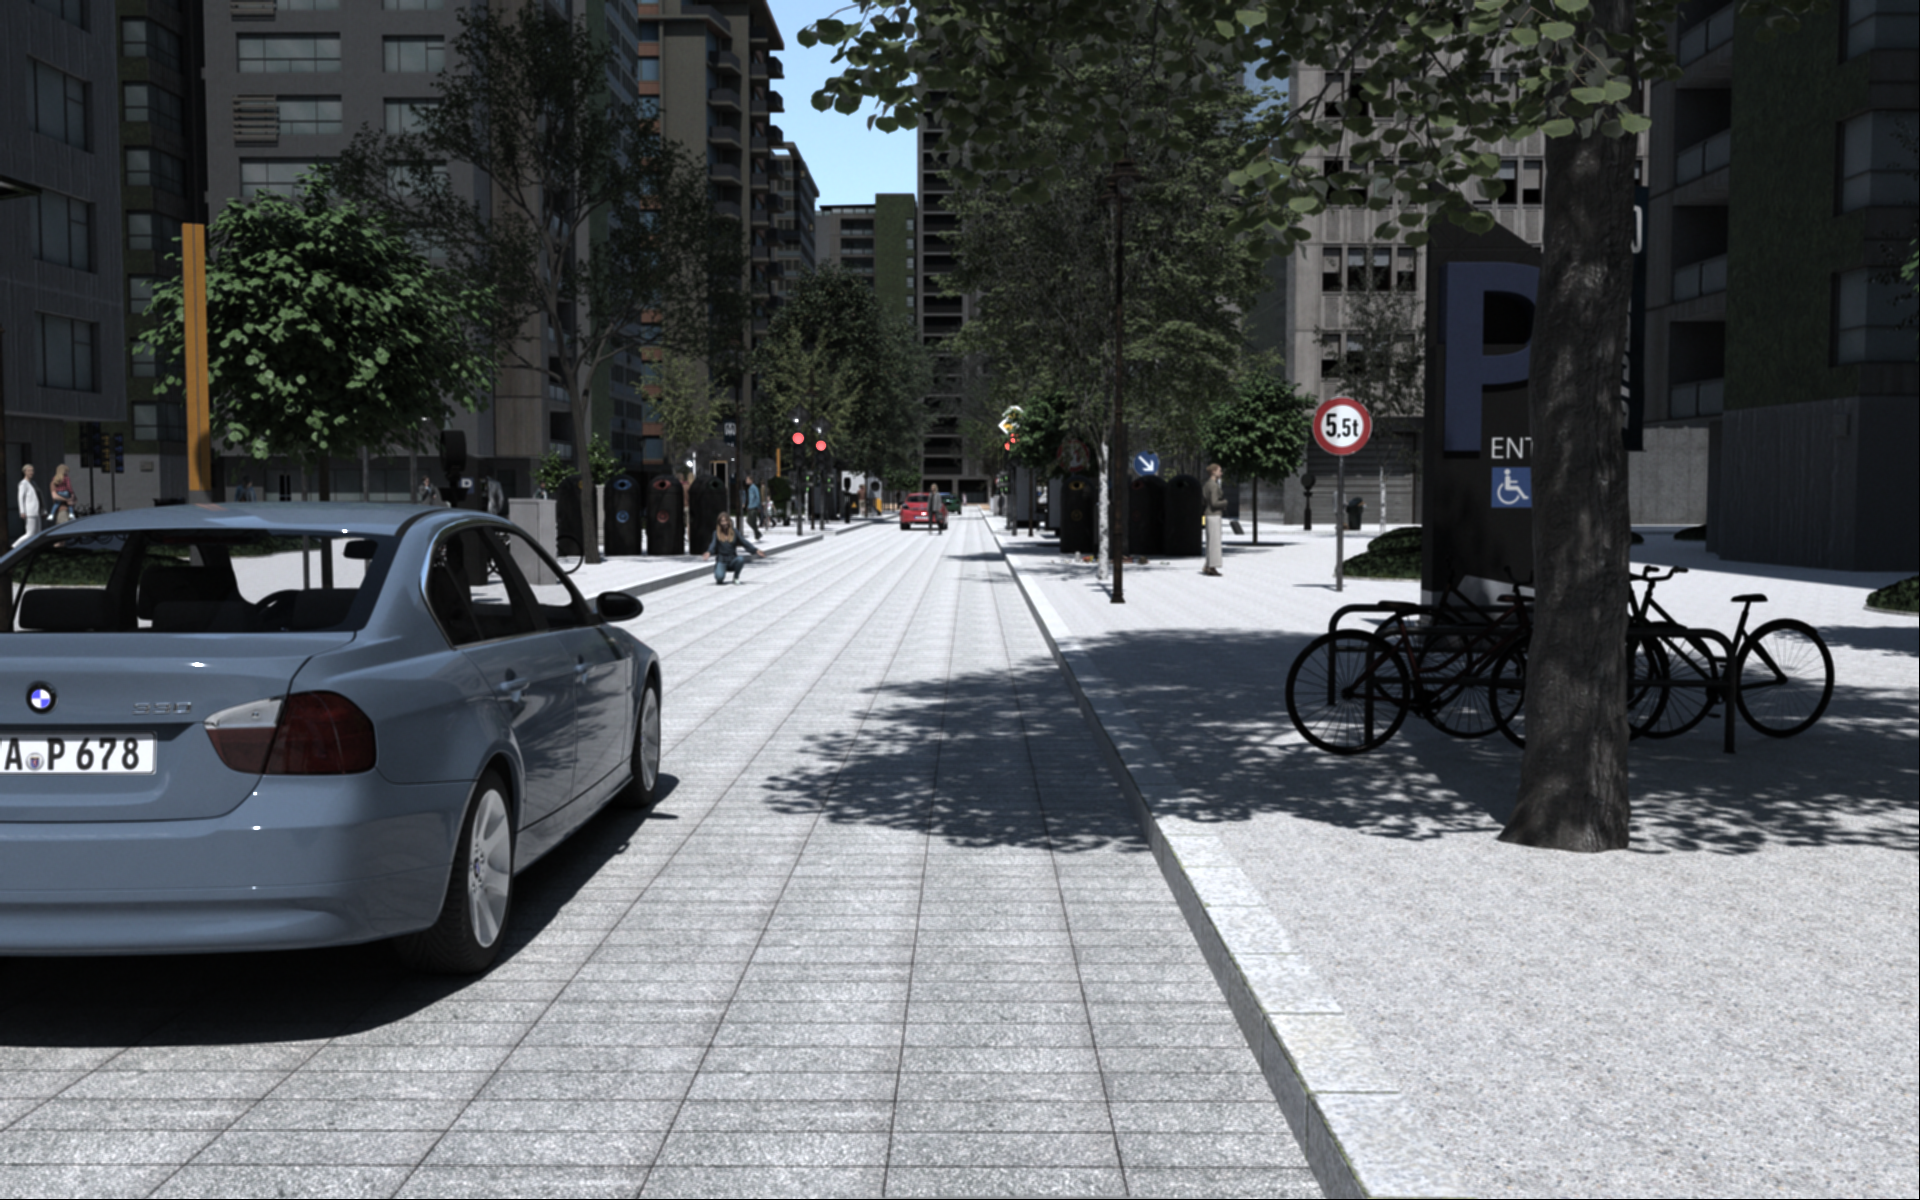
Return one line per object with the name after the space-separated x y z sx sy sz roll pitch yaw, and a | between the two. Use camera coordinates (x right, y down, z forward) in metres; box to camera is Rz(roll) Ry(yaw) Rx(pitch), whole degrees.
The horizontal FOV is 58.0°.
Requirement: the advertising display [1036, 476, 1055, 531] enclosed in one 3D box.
3.129 -3.357 60.099 0.974 1.923 0.123 1 4 10 | advertising display

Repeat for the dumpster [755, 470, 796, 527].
-7.391 -4.079 69.186 1.502 2.255 1.985 0 4 1 | dumpster

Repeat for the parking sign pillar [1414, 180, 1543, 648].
4.649 -1.607 14.753 1.447 3.967 1.447 0 4 2 | parking sign pillar

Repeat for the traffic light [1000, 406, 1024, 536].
1.654 -3.923 53.066 0.839 4.253 0.868 0 4 0 | traffic light

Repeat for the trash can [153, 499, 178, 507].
-24.360 -2.536 53.124 0.748 1.137 0.748 0 3 0 | trash can

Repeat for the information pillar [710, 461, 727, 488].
-5.444 -2.117 39.101 0.304 2.012 0.304 -2 4 -28 | information pillar

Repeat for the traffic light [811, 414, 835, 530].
-4.854 -4.413 61.078 0.839 4.253 0.868 0 4 0 | traffic light

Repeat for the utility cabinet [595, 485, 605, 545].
-8.816 -2.126 43.443 1.173 1.500 0.318 -2 4 -25 | utility cabinet

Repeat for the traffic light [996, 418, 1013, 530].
1.707 -4.412 61.051 0.839 4.253 0.868 0 4 0 | traffic light

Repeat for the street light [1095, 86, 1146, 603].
1.859 -2.902 20.239 0.468 5.910 1.993 0 4 0 | street light

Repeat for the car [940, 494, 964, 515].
-0.805 -6.726 121.768 2.131 1.459 4.920 0 3 0 | car

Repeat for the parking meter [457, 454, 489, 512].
-6.808 -1.130 24.185 0.399 1.863 0.255 1 4 12 | parking meter

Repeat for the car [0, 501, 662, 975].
-2.274 0.340 6.450 2.014 1.417 4.499 0 4 0 | car

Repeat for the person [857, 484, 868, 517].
-5.400 -5.515 96.180 0.573 1.828 0.580 1 4 15 | person

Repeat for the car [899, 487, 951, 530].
-1.440 -3.747 70.296 2.155 1.783 4.494 0 4 2 | car

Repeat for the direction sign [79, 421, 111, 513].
-25.653 -3.618 51.152 0.876 3.537 0.379 2 4 26 | direction sign

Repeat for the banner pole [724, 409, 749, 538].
-6.622 -3.730 50.994 0.863 3.779 0.401 -3 5 -43 | banner pole

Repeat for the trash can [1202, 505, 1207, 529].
8.997 -3.160 63.327 0.748 1.137 0.748 0 3 0 | trash can

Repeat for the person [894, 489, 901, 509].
-5.399 -8.734 149.663 0.721 1.723 1.217 2 4 27 | person

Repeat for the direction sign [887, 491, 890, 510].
-5.626 -8.844 136.596 0.876 3.537 0.379 -1 4 -11 | direction sign

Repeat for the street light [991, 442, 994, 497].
2.624 -9.916 134.909 0.468 5.910 1.993 0 4 0 | street light

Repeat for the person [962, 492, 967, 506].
0.535 -12.329 210.746 0.551 1.740 0.621 -1 4 -19 | person

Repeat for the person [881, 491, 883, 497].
-7.029 -8.987 152.935 0.705 1.831 1.348 1 4 12 | person

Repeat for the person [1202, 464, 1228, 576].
4.007 -1.255 27.109 0.362 1.759 0.519 -1 4 -9 | person

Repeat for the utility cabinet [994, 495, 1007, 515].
2.569 -5.761 105.350 1.020 1.237 0.306 1 4 19 | utility cabinet

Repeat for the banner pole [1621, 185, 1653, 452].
4.560 -1.365 12.327 0.863 3.779 0.401 -1 4 -22 | banner pole

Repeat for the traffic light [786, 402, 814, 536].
-4.907 -3.925 53.093 0.839 4.253 0.868 0 4 0 | traffic light

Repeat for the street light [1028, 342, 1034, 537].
2.139 -4.853 52.141 0.468 5.910 1.993 0 4 0 | street light

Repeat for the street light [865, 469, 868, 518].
-5.102 -7.423 94.157 0.468 5.910 1.993 0 4 0 | street light

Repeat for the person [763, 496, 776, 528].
-7.211 -3.328 65.478 0.505 1.210 0.382 -1 4 -11 | person

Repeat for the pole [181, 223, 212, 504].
-5.806 -1.184 13.206 0.158 3.312 0.155 0 3 0 | pole

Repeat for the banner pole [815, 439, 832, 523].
-6.059 -5.284 76.410 0.863 3.779 0.401 2 4 30 | banner pole

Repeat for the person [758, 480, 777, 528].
-7.429 -3.686 66.221 0.836 1.842 0.656 -1 4 -12 | person

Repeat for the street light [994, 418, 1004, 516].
2.419 -7.965 103.007 0.468 5.910 1.993 0 4 0 | street light

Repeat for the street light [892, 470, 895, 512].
-4.855 -9.385 126.238 0.468 5.910 1.993 0 4 0 | street light

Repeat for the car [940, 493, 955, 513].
-1.263 -7.568 133.332 1.945 1.707 3.694 0 4 -2 | car

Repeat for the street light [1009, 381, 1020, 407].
2.206 -6.009 71.041 0.468 5.910 1.993 0 4 0 | street light

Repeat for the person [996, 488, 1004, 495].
2.627 -6.827 117.645 0.794 1.824 0.713 -1 4 -13 | person

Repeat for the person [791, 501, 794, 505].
-16.124 -9.876 167.152 0.705 1.869 1.348 0 4 -6 | person

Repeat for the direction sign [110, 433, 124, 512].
-31.439 -4.421 64.282 0.379 3.537 0.876 2 4 30 | direction sign

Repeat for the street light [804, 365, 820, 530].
-5.307 -5.472 62.255 0.468 5.910 1.993 0 4 0 | street light

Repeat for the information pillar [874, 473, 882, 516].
-4.858 -6.780 102.200 0.504 3.616 0.183 -1 4 -22 | information pillar

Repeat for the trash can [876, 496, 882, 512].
-5.969 -6.947 125.240 0.748 1.137 0.748 0 3 0 | trash can

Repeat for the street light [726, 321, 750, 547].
-5.397 -4.232 41.986 0.468 5.910 1.993 0 4 0 | street light

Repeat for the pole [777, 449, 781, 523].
-8.114 -5.119 77.537 0.158 3.312 0.155 0 3 0 | pole

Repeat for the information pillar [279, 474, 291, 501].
-24.786 -3.617 63.627 0.304 2.012 0.304 1 4 16 | information pillar

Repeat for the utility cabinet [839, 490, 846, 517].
-6.538 -5.353 96.202 0.318 1.500 1.173 0 4 -7 | utility cabinet

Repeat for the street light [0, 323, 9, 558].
-5.651 -2.281 10.084 0.468 5.910 1.993 0 4 0 | street light

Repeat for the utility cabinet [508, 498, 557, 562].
-6.100 -0.832 24.758 0.306 1.237 1.020 -3 4 -37 | utility cabinet

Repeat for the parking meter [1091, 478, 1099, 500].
3.719 -2.513 46.806 0.255 1.863 0.399 -1 4 -17 | parking meter
